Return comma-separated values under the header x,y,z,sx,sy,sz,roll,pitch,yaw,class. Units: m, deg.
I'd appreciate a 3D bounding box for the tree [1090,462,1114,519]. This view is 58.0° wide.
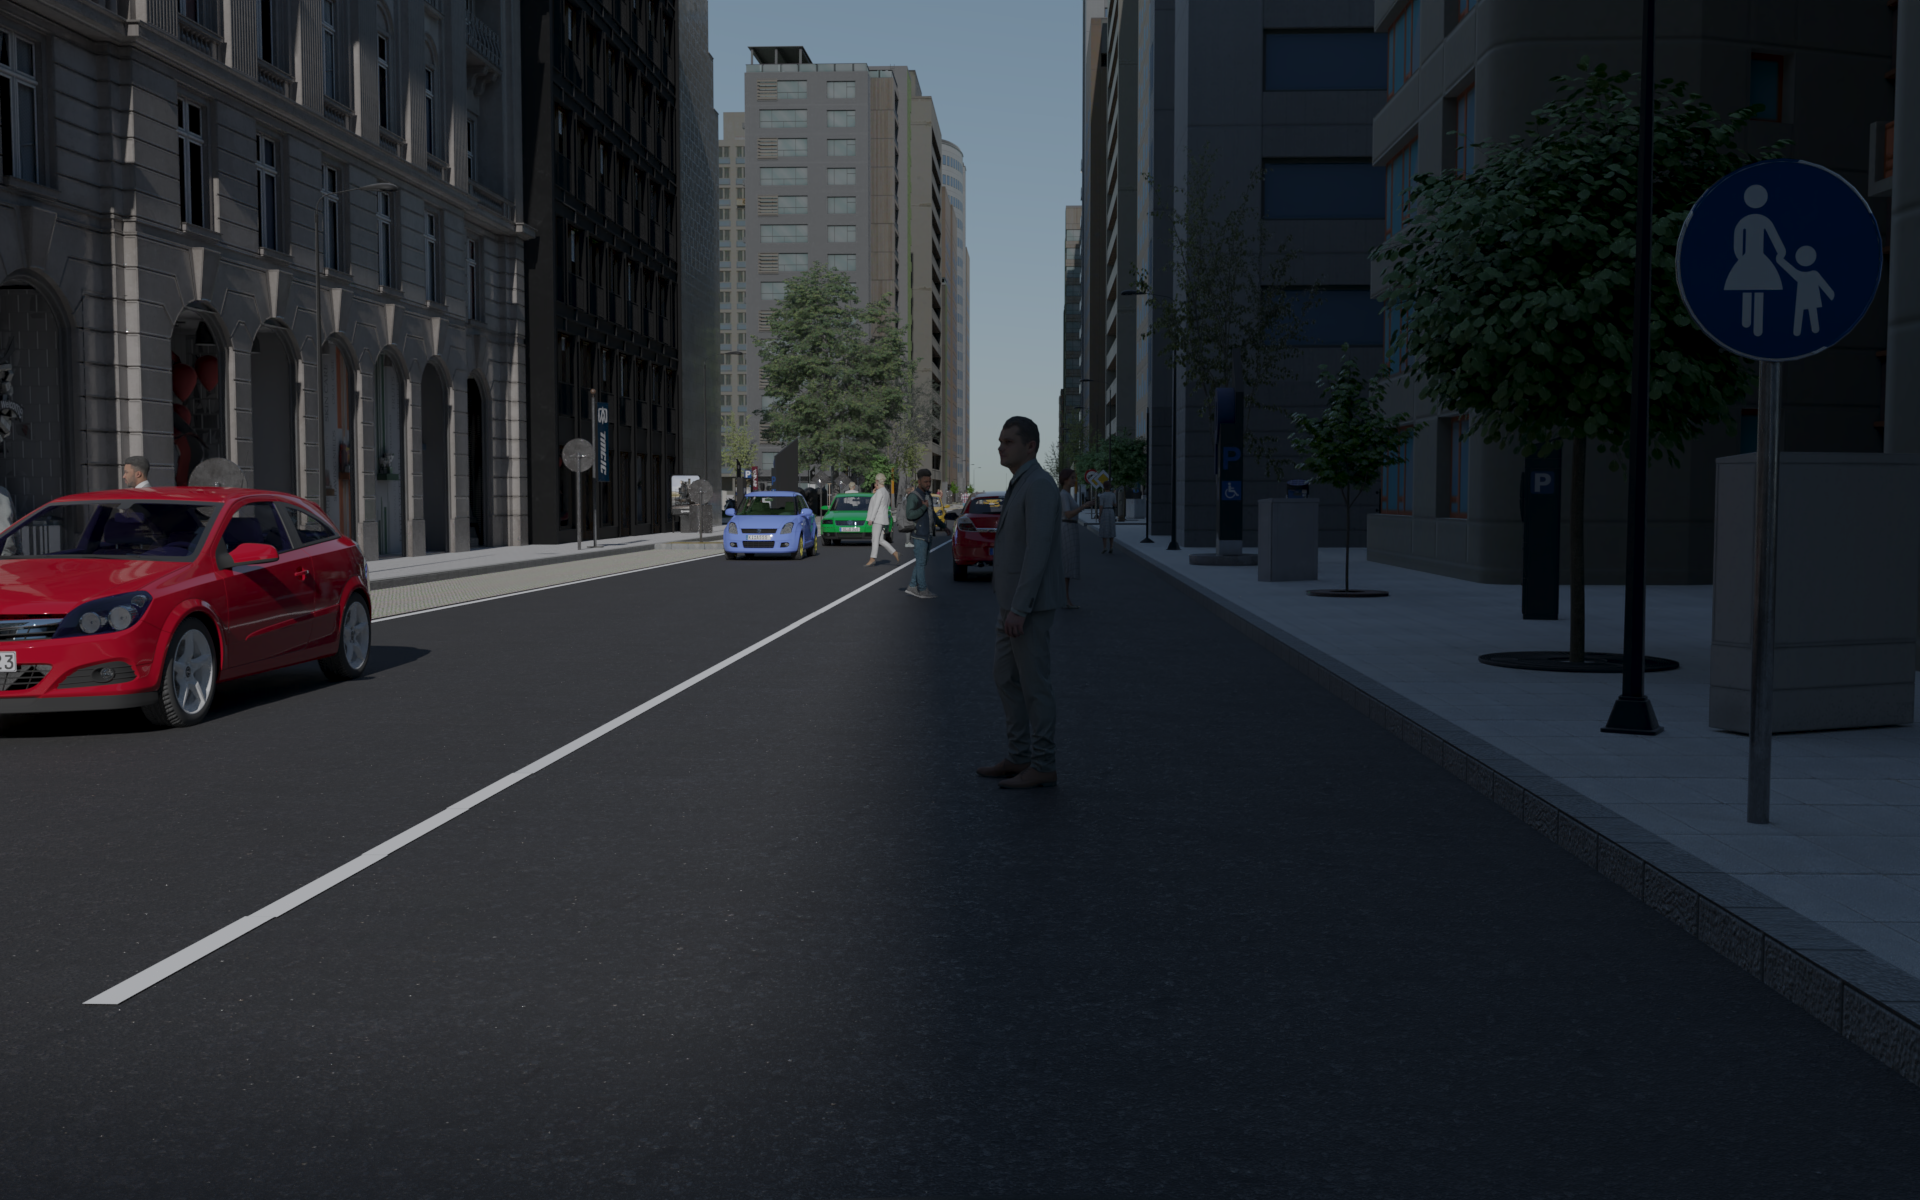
x,y,z,sx,sy,sz,roll,pitch,yaw,class
7.421,-5.803,89.473,1.663,3.219,1.824,0,3,0,tree

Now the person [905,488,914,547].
x,y,z,sx,sy,sz,roll,pitch,yaw,class
-1.378,-2.244,46.997,0.330,1.601,0.589,0,4,7,person

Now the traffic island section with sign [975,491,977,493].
x,y,z,sx,sy,sz,roll,pitch,yaw,class
3.794,-17.100,288.206,1.989,1.847,2.006,0,4,2,traffic island section with sign

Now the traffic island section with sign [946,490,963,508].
x,y,z,sx,sy,sz,roll,pitch,yaw,class
-1.026,-10.355,177.924,1.989,1.847,2.006,0,4,2,traffic island section with sign

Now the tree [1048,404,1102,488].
x,y,z,sx,sy,sz,roll,pitch,yaw,class
9.837,-11.671,141.177,4.737,8.622,4.395,0,3,0,tree

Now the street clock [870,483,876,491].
x,y,z,sx,sy,sz,roll,pitch,yaw,class
-5.614,-6.650,113.296,0.471,2.002,0.358,3,5,45,street clock

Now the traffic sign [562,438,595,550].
x,y,z,sx,sy,sz,roll,pitch,yaw,class
-8.735,-2.420,39.668,0.768,2.556,0.104,0,4,3,traffic sign

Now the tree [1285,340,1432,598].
x,y,z,sx,sy,sz,roll,pitch,yaw,class
4.867,-1.675,21.982,1.663,3.219,1.824,0,3,0,tree

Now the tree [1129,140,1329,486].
x,y,z,sx,sy,sz,roll,pitch,yaw,class
5.497,-5.248,36.170,4.360,8.622,3.978,0,3,0,tree

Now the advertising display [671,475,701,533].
x,y,z,sx,sy,sz,roll,pitch,yaw,class
-9.043,-3.177,57.151,0.974,1.923,0.123,0,4,-4,advertising display

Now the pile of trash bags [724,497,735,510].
x,y,z,sx,sy,sz,roll,pitch,yaw,class
-11.494,-5.266,95.846,3.447,1.369,1.912,0,4,4,pile of trash bags

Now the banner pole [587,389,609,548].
x,y,z,sx,sy,sz,roll,pitch,yaw,class
-8.649,-3.154,41.577,0.401,3.779,0.863,1,4,23,banner pole

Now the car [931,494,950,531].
x,y,z,sx,sy,sz,roll,pitch,yaw,class
-1.387,-3.527,67.885,2.015,1.641,3.980,0,4,1,car

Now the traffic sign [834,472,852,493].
x,y,z,sx,sy,sz,roll,pitch,yaw,class
-5.326,-4.596,78.780,0.795,2.450,0.064,0,4,2,traffic sign

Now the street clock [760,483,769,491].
x,y,z,sx,sy,sz,roll,pitch,yaw,class
-13.070,-6.734,114.663,0.358,2.002,0.471,0,4,7,street clock

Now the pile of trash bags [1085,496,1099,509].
x,y,z,sx,sy,sz,roll,pitch,yaw,class
10.601,-8.498,148.694,1.912,1.369,3.447,-1,4,-21,pile of trash bags

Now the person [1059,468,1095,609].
x,y,z,sx,sy,sz,roll,pitch,yaw,class
1.441,-0.773,21.710,0.524,1.755,0.480,0,4,6,person

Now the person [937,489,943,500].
x,y,z,sx,sy,sz,roll,pitch,yaw,class
-1.703,-8.475,147.042,0.580,1.828,0.573,1,4,16,person

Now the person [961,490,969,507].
x,y,z,sx,sy,sz,roll,pitch,yaw,class
0.360,-6.204,110.771,0.563,1.720,0.643,0,4,7,person

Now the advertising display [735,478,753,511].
x,y,z,sx,sy,sz,roll,pitch,yaw,class
-8.589,-3.896,68.905,0.974,1.923,0.123,3,5,42,advertising display

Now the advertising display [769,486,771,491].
x,y,z,sx,sy,sz,roll,pitch,yaw,class
-15.085,-8.222,139.636,0.123,1.923,0.974,2,4,31,advertising display

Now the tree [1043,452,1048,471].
x,y,z,sx,sy,sz,roll,pitch,yaw,class
13.500,-17.569,237.614,4.737,8.622,4.395,0,3,0,tree

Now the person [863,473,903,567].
x,y,z,sx,sy,sz,roll,pitch,yaw,class
-1.524,-1.583,34.265,0.818,1.842,0.514,-1,4,-10,person

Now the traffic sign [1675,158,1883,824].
x,y,z,sx,sy,sz,roll,pitch,yaw,class
3.119,-0.403,6.689,0.768,2.556,0.104,0,4,3,traffic sign

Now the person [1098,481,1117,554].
x,y,z,sx,sy,sz,roll,pitch,yaw,class
3.536,-2.002,41.796,0.480,1.755,0.524,-1,4,-22,person

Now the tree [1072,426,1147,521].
x,y,z,sx,sy,sz,roll,pitch,yaw,class
7.968,-6.133,83.983,4.285,4.588,4.351,0,3,0,tree

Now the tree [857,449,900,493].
x,y,z,sx,sy,sz,roll,pitch,yaw,class
-5.854,-8.191,117.633,4.285,4.588,4.351,0,3,0,tree

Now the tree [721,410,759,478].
x,y,z,sx,sy,sz,roll,pitch,yaw,class
-19.258,-12.250,150.646,4.737,8.622,4.395,0,3,0,tree

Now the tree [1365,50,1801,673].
x,y,z,sx,sy,sz,roll,pitch,yaw,class
4.753,-1.789,12.967,4.285,4.588,4.351,0,3,0,tree

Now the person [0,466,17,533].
x,y,z,sx,sy,sz,roll,pitch,yaw,class
-7.631,-0.274,13.459,0.515,1.767,0.782,1,4,12,person

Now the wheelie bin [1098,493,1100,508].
x,y,z,sx,sy,sz,roll,pitch,yaw,class
9.844,-6.772,118.634,0.693,1.594,0.980,2,4,30,wheelie bin

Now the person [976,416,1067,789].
x,y,z,sx,sy,sz,roll,pitch,yaw,class
0.330,0.005,8.511,0.391,1.810,0.635,-1,4,-11,person

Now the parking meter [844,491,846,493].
x,y,z,sx,sy,sz,roll,pitch,yaw,class
-8.206,-7.140,125.143,0.372,1.533,0.369,0,3,0,parking meter

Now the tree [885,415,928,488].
x,y,z,sx,sy,sz,roll,pitch,yaw,class
-4.611,-12.318,151.753,4.737,8.622,4.395,0,3,0,tree

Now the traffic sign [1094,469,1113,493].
x,y,z,sx,sy,sz,roll,pitch,yaw,class
5.807,-4.076,70.282,0.795,2.450,0.064,0,4,2,traffic sign

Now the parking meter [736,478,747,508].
x,y,z,sx,sy,sz,roll,pitch,yaw,class
-7.869,-3.470,62.453,0.255,1.863,0.399,1,4,17,parking meter

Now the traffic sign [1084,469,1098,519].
x,y,z,sx,sy,sz,roll,pitch,yaw,class
6.698,-5.376,88.003,0.768,2.556,0.104,0,4,4,traffic sign

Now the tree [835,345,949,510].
x,y,z,sx,sy,sz,roll,pitch,yaw,class
-5.479,-13.976,138.880,12.009,13.543,11.850,0,3,0,tree

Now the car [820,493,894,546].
x,y,z,sx,sy,sz,roll,pitch,yaw,class
-2.898,-2.473,49.232,1.959,1.807,4.718,0,4,2,car

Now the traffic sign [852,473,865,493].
x,y,z,sx,sy,sz,roll,pitch,yaw,class
-5.997,-6.245,102.207,0.768,2.556,0.104,0,4,5,traffic sign

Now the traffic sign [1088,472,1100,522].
x,y,z,sx,sy,sz,roll,pitch,yaw,class
6.156,-4.564,78.260,0.795,2.450,0.064,0,4,2,traffic sign

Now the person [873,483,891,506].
x,y,z,sx,sy,sz,roll,pitch,yaw,class
-2.556,-2.885,55.851,0.592,1.802,0.473,3,5,44,person

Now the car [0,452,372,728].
x,y,z,sx,sy,sz,roll,pitch,yaw,class
-5.581,-0.180,11.978,2.155,1.783,4.494,0,4,1,car

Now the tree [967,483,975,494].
x,y,z,sx,sy,sz,roll,pitch,yaw,class
1.740,-17.986,288.664,1.663,3.219,1.824,0,3,0,tree

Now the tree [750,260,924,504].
x,y,z,sx,sy,sz,roll,pitch,yaw,class
-6.765,-11.464,94.097,9.857,13.997,8.962,0,3,0,tree

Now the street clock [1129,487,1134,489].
x,y,z,sx,sy,sz,roll,pitch,yaw,class
12.508,-7.469,126.688,0.471,2.002,0.358,0,4,-2,street clock

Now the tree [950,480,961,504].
x,y,z,sx,sy,sz,roll,pitch,yaw,class
-0.935,-14.463,231.064,1.663,3.219,1.824,0,3,0,tree

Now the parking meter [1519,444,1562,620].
x,y,z,sx,sy,sz,roll,pitch,yaw,class
5.924,-0.734,17.704,0.399,1.863,0.255,1,4,17,parking meter

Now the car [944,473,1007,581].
x,y,z,sx,sy,sz,roll,pitch,yaw,class
0.783,-1.285,30.056,2.155,1.783,4.494,0,4,1,car

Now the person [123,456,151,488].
x,y,z,sx,sy,sz,roll,pitch,yaw,class
-7.677,-0.465,16.369,0.850,1.792,0.678,-2,4,-27,person

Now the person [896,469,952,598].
x,y,z,sx,sy,sz,roll,pitch,yaw,class
-0.521,-0.921,23.910,0.721,1.781,0.623,1,4,15,person

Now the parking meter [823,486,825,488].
x,y,z,sx,sy,sz,roll,pitch,yaw,class
-8.879,-6.467,111.439,0.399,1.863,0.255,0,4,2,parking meter

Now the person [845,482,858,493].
x,y,z,sx,sy,sz,roll,pitch,yaw,class
-3.683,-3.127,59.498,0.514,1.842,0.818,-2,4,-23,person

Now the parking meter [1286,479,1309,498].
x,y,z,sx,sy,sz,roll,pitch,yaw,class
5.548,-1.228,28.486,0.372,1.533,0.369,0,3,0,parking meter

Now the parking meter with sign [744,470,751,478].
x,y,z,sx,sy,sz,roll,pitch,yaw,class
-16.117,-8.083,128.410,0.543,3.016,1.738,-2,4,-35,parking meter with sign

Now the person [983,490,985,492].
x,y,z,sx,sy,sz,roll,pitch,yaw,class
2.449,-10.447,179.322,0.705,1.822,1.348,2,4,29,person

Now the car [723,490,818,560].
x,y,z,sx,sy,sz,roll,pitch,yaw,class
-4.216,-1.785,38.772,1.945,1.707,3.694,0,4,3,car

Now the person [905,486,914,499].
x,y,z,sx,sy,sz,roll,pitch,yaw,class
-2.541,-4.949,89.264,0.661,1.843,0.795,-2,4,-31,person

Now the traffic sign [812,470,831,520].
x,y,z,sx,sy,sz,roll,pitch,yaw,class
-5.675,-4.108,70.803,0.795,2.450,0.064,0,4,2,traffic sign

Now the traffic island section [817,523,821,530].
x,y,z,sx,sy,sz,roll,pitch,yaw,class
-5.699,-2.972,70.865,2.009,0.180,2.903,0,4,2,traffic island section
